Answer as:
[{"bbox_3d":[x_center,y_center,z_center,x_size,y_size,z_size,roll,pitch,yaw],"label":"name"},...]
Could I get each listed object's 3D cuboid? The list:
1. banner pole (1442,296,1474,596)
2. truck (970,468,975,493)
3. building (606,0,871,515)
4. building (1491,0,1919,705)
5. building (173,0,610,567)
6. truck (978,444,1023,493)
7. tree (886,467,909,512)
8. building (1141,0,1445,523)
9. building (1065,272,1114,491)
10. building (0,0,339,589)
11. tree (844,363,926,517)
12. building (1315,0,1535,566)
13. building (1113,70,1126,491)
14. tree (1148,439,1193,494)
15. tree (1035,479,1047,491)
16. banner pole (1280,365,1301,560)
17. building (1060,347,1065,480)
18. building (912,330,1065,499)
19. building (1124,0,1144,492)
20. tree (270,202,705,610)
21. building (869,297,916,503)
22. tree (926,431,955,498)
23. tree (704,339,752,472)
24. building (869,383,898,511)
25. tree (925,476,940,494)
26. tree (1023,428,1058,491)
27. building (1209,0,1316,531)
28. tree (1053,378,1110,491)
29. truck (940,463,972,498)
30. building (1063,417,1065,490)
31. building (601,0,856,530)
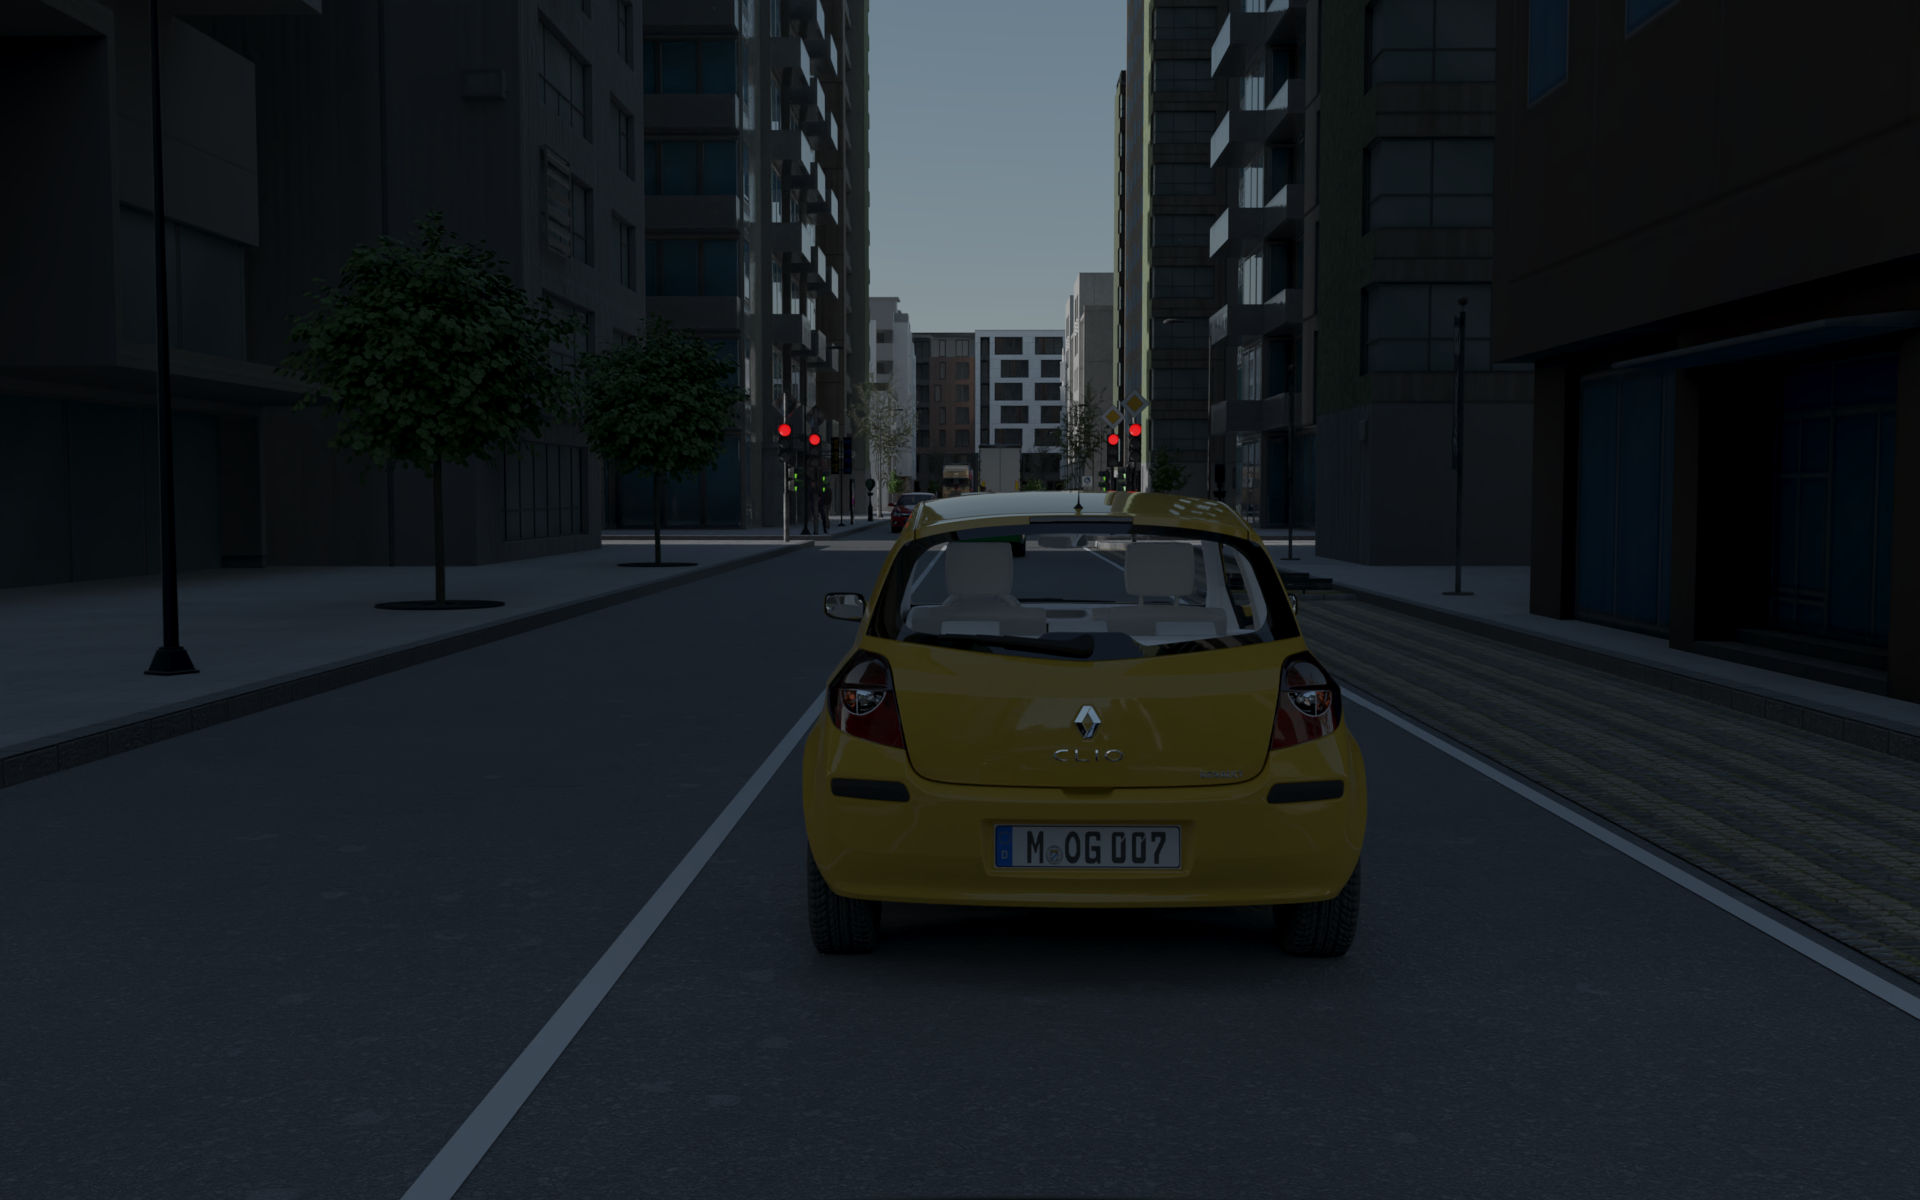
[{"bbox_3d":[6.249,-1.941,21.755,0.401,3.779,0.863,2,4,25],"label":"banner pole"},{"bbox_3d":[0.174,-12.219,188.685,2.839,4.237,11.283,0,3,0],"label":"truck"},{"bbox_3d":[-13.055,-25.915,107.312,14.154,41.232,14.086,0,4,1],"label":"building"},{"bbox_3d":[12.568,-22.039,10.450,14.600,45.320,14.200,0,4,1],"label":"building"},{"bbox_3d":[-14.443,-21.576,36.362,14.086,41.232,14.154,0,4,1],"label":"building"},{"bbox_3d":[2.401,-7.003,103.410,2.839,4.237,11.283,0,4,1],"label":"truck"},{"bbox_3d":[-4.627,-7.831,122.638,1.663,3.219,1.824,0,3,0],"label":"tree"},{"bbox_3d":[16.628,-24.981,92.040,14.154,41.232,14.086,0,4,1],"label":"building"},{"bbox_3d":[17.993,-17.140,146.698,16.747,18.905,31.486,0,4,1],"label":"building"},{"bbox_3d":[-23.370,-26.043,15.041,28.713,52.752,27.495,0,4,1],"label":"building"},{"bbox_3d":[-4.379,-9.044,98.224,4.360,8.622,3.978,0,3,0],"label":"tree"},{"bbox_3d":[14.412,-21.571,36.283,14.154,41.232,14.086,0,4,1],"label":"building"},{"bbox_3d":[17.664,-21.406,121.683,14.160,30.474,14.107,0,4,1],"label":"building"},{"bbox_3d":[7.133,-4.056,60.922,1.663,3.219,1.824,0,3,0],"label":"tree"},{"bbox_3d":[9.627,-12.968,206.633,1.663,3.219,1.824,0,3,0],"label":"tree"},{"bbox_3d":[6.371,-2.654,33.406,0.401,3.779,0.863,1,4,16],"label":"banner pole"},{"bbox_3d":[19.507,-20.843,197.199,16.016,20.091,11.380,0,4,1],"label":"building"},{"bbox_3d":[-0.093,-23.574,229.415,32.646,21.610,27.936,0,4,1],"label":"building"},{"bbox_3d":[17.651,-27.904,106.341,14.600,45.320,14.200,0,4,1],"label":"building"},{"bbox_3d":[-6.018,-2.201,19.699,4.285,4.588,4.351,0,3,0],"label":"tree"},{"bbox_3d":[-12.502,-18.820,164.127,16.016,20.091,11.380,0,4,1],"label":"building"},{"bbox_3d":[-2.504,-15.289,200.331,4.360,8.622,3.978,0,3,0],"label":"tree"},{"bbox_3d":[-5.350,-2.891,30.988,4.285,4.588,4.351,0,3,0],"label":"tree"},{"bbox_3d":[-9.722,-12.389,144.712,9.099,9.664,28.070,0,4,1],"label":"building"},{"bbox_3d":[-3.026,-11.789,187.351,1.663,3.219,1.824,0,3,0],"label":"tree"},{"bbox_3d":[9.063,-14.862,193.348,4.360,8.622,3.978,0,3,0],"label":"tree"},{"bbox_3d":[25.027,-27.336,66.552,30.456,49.044,23.786,0,4,1],"label":"building"},{"bbox_3d":[7.713,-9.803,110.643,4.737,8.622,4.395,0,3,0],"label":"tree"},{"bbox_3d":[-0.317,-10.350,158.131,2.839,4.237,11.283,0,4,0],"label":"truck"},{"bbox_3d":[15.714,-14.394,177.489,9.099,9.664,28.070,0,4,1],"label":"building"},{"bbox_3d":[-17.018,-27.760,73.485,23.786,49.044,30.456,0,4,1],"label":"building"}]
